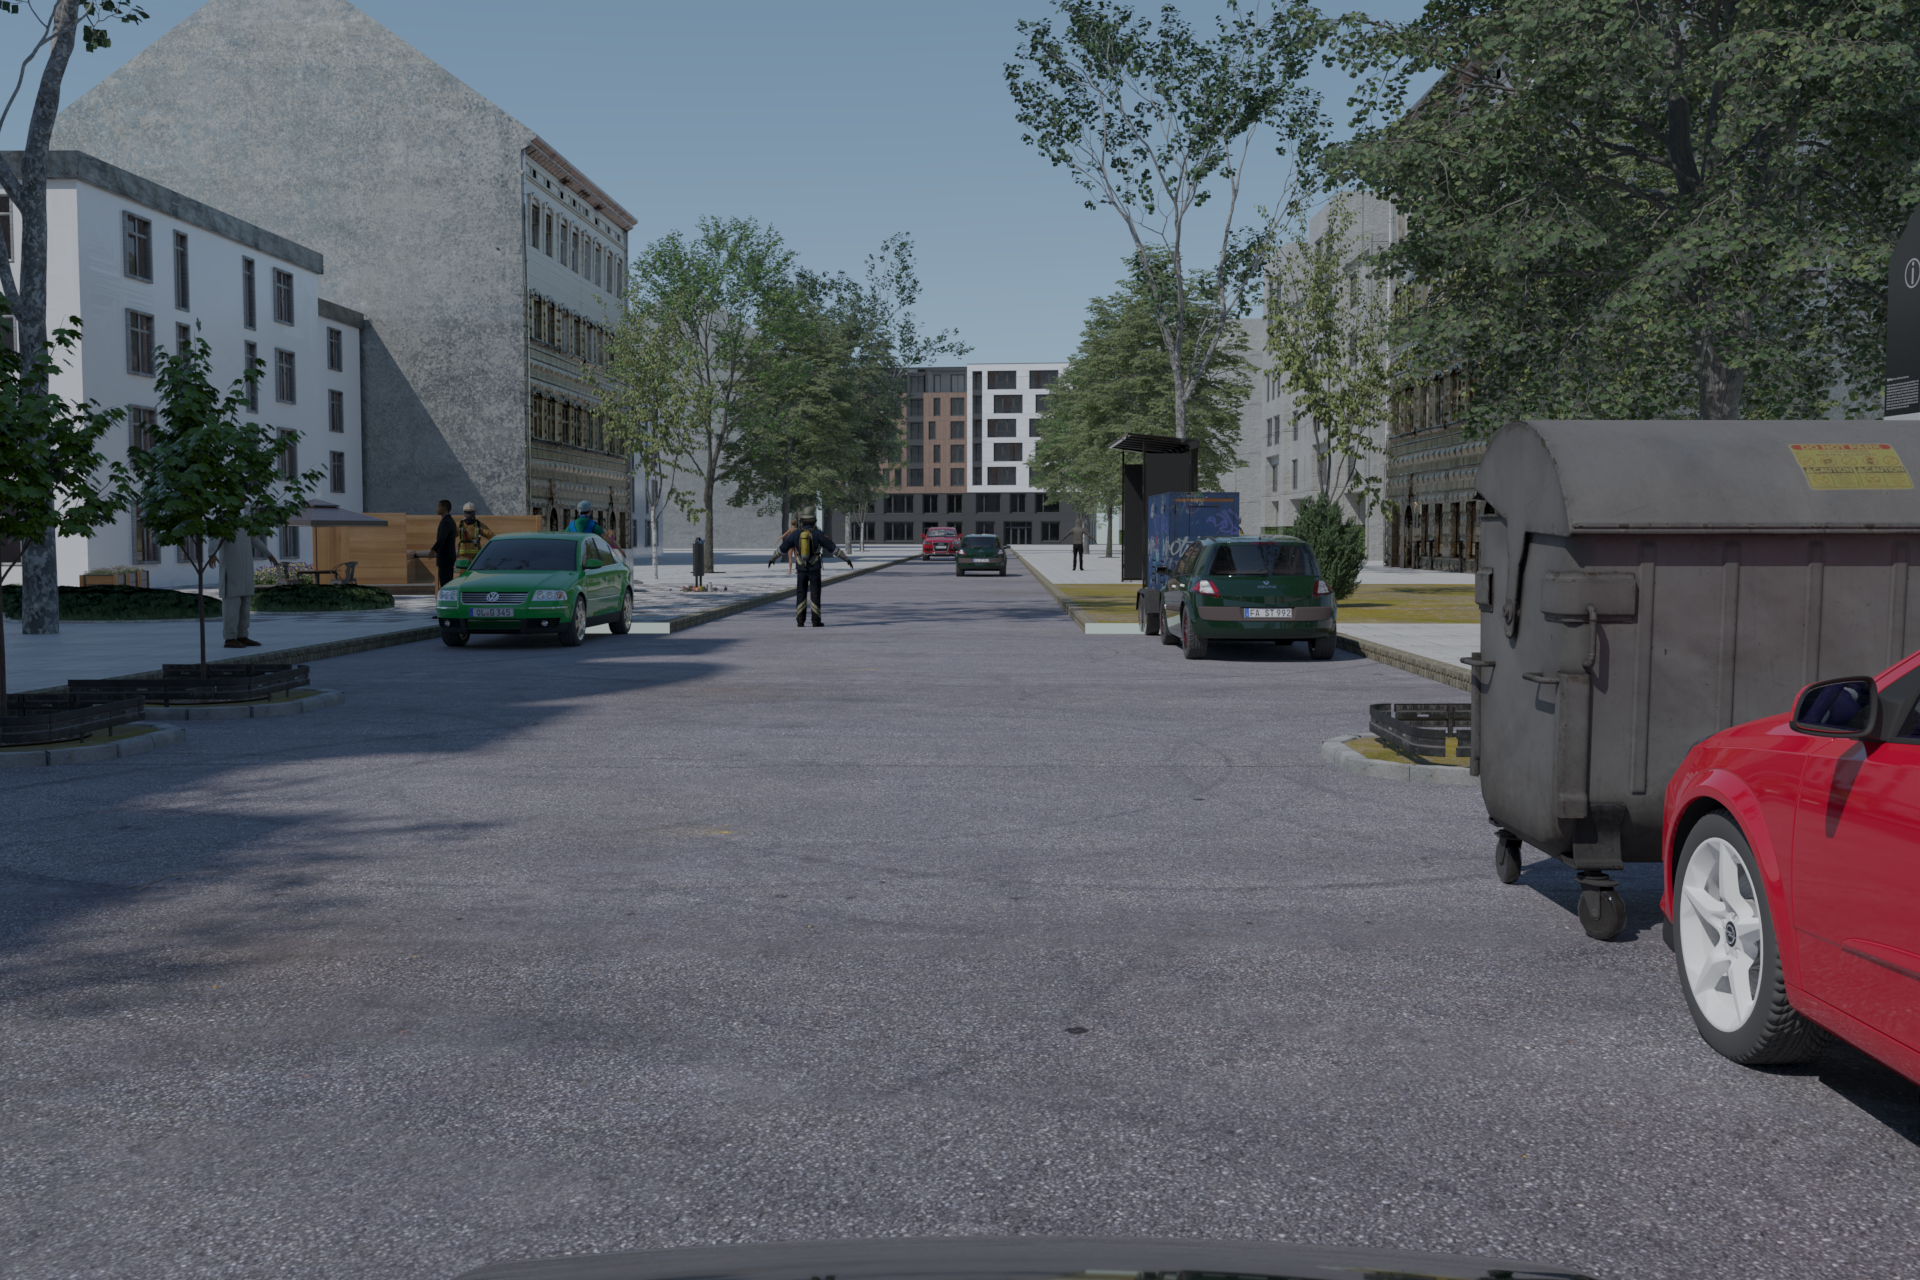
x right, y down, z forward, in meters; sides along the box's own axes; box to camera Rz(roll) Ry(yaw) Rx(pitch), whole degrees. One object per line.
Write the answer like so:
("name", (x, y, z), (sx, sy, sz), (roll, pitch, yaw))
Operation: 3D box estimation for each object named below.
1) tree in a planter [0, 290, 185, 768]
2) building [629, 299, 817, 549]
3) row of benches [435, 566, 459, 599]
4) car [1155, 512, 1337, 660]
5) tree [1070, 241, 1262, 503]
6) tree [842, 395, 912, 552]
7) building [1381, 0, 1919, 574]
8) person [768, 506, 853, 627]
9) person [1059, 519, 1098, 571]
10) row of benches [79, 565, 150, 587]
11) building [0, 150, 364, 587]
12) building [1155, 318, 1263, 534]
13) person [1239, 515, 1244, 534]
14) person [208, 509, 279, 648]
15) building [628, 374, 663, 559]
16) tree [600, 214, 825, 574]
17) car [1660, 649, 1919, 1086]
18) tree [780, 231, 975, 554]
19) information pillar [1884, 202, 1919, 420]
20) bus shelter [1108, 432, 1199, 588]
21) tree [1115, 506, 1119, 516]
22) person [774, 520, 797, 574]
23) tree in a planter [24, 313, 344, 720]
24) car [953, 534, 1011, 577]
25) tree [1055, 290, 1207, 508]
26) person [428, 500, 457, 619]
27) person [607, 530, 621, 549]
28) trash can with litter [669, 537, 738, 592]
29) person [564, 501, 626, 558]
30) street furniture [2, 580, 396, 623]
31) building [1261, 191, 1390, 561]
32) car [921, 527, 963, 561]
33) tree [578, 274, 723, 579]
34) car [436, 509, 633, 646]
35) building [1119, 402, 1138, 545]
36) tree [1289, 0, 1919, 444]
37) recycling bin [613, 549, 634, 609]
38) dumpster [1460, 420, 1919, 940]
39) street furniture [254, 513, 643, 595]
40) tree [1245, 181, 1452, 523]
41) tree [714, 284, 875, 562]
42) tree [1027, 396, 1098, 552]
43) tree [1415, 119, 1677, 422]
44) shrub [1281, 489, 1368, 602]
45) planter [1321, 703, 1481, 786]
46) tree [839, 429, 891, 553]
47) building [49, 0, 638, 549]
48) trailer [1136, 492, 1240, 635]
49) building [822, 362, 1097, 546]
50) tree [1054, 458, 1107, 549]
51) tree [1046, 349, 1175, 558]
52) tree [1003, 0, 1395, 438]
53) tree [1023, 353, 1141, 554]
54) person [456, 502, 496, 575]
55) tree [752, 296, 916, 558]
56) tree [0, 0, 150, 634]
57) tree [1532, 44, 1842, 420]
("tree in a planter", (-6.359, -0.868, 11.418), (1.991, 3.239, 1.994), (0, 4, 1))
("building", (-23.567, -20.110, 159.719), (19.493, 23.208, 18.063), (0, 4, 2))
("row of benches", (-8.500, -1.118, 33.742), (4.104, 0.672, 1.422), (1, 4, 23))
("car", (3.440, -0.696, 21.171), (2.009, 1.686, 4.222), (0, 4, 1))
("tree", (7.982, -9.165, 67.970), (7.486, 12.596, 7.792), (0, 3, 0))
("tree", (-7.063, -12.301, 126.881), (9.928, 11.665, 9.643), (0, 3, 0))
("building", (25.657, -13.881, 57.881), (19.493, 23.208, 18.063), (0, 4, 1))
("person", (-2.325, -1.130, 26.712), (1.354, 1.856, 0.705), (1, 4, 9))
("person", (4.143, -3.339, 60.724), (1.348, 1.813, 0.705), (1, 4, 8))
("row of benches", (-16.135, -1.078, 33.093), (1.422, 0.672, 4.104), (-1, 4, -17))
("building", (-23.627, -6.727, 52.140), (9.099, 9.664, 28.070), (0, 4, 1))
("building", (25.952, -17.383, 150.666), (16.747, 18.905, 31.486), (0, 4, 1))
("person", (8.016, -2.689, 49.937), (0.705, 1.833, 1.349), (3, 4, 37))
("person", (-8.175, -0.828, 19.630), (0.704, 1.819, 1.344), (0, 4, 8))
("building", (-21.451, -9.615, 99.348), (9.099, 9.664, 28.070), (0, 4, 0))
("tree", (-8.121, -7.985, 56.305), (9.928, 11.665, 9.643), (0, 3, 0))
("car", (2.942, 0.344, 3.416), (2.155, 1.783, 4.494), (0, 4, 1))
("tree", (-5.836, -15.422, 108.038), (12.611, 20.169, 13.585), (0, 3, 0))
("information pillar", (6.567, -1.263, 12.007), (0.183, 3.616, 0.504), (0, 4, 1))
("bus shelter", (4.775, -3.172, 43.150), (1.731, 3.624, 6.357), (0, 4, 1))
("tree", (21.734, -16.621, 222.117), (4.737, 8.622, 4.395), (0, 3, 0))
("person", (-5.364, -2.972, 55.395), (1.217, 1.733, 0.721), (-2, 4, -31))
("tree in a planter", (-6.255, -1.040, 14.219), (1.991, 3.239, 1.994), (0, 4, 1))
("car", (0.746, -3.042, 59.530), (2.009, 1.686, 4.222), (0, 4, 2))
("tree", (7.800, -9.993, 81.518), (7.486, 12.596, 7.792), (0, 3, 0))
("person", (-7.824, -1.226, 26.270), (0.704, 1.802, 1.346), (0, 4, -6))
("person", (-12.136, -3.136, 60.544), (0.599, 1.433, 0.991), (1, 4, 19))
("trash can with litter", (-5.733, -1.718, 39.151), (1.678, 1.210, 2.233), (0, 4, 2))
("person", (-5.971, -1.319, 27.697), (1.347, 1.817, 0.704), (1, 4, 21))
("street furniture", (-14.529, -0.734, 27.627), (10.072, 0.657, 5.734), (0, 4, -2))
("building", (28.028, -14.161, 97.982), (16.747, 18.905, 31.486), (0, 4, 1))
("car", (-0.970, -5.208, 93.828), (2.281, 1.827, 5.304), (0, 4, 1))
("tree", (-8.651, -6.027, 48.896), (4.737, 8.622, 4.395), (0, 3, 0))
("car", (-5.675, -0.899, 23.495), (1.959, 1.807, 4.718), (0, 4, 1))
("building", (26.876, -19.686, 188.317), (16.747, 18.905, 31.486), (0, 4, 1))
("tree", (9.038, -6.974, 20.678), (9.857, 13.997, 8.962), (0, 3, 0))
("recycling bin", (-5.973, -1.032, 29.434), (0.722, 1.027, 0.722), (0, 4, 2))
("dumpster", (2.962, 0.100, 6.573), (1.865, 1.857, 1.264), (0, 4, 0))
("street furniture", (-13.244, -2.050, 40.380), (11.010, 1.723, 9.812), (-1, 4, -14))
("tree", (7.851, -5.249, 36.176), (4.737, 8.622, 4.395), (0, 3, 0))
("tree", (-7.607, -9.848, 79.143), (7.486, 12.596, 7.792), (0, 3, 0))
("tree", (8.637, -12.137, 124.202), (9.928, 11.665, 9.643), (0, 3, 0))
("tree", (9.954, -4.867, 29.934), (4.737, 8.622, 4.395), (0, 3, 0))
("shrub", (6.312, -1.621, 30.546), (1.661, 2.075, 1.752), (0, 3, 0))
("planter", (3.327, 0.631, 10.826), (1.991, 0.319, 1.994), (0, 4, 1))
("tree", (-6.679, -10.236, 117.716), (4.360, 8.622, 3.978), (0, 3, 0))
("building", (-25.496, -14.925, 74.945), (19.493, 23.208, 18.063), (0, 4, 2))
("trailer", (3.321, -1.128, 25.491), (1.471, 1.999, 3.904), (0, 4, 0))
("building", (0.616, -22.869, 220.332), (32.646, 21.610, 27.936), (0, 4, 8))
("tree", (8.552, -10.288, 118.568), (4.360, 8.622, 3.978), (0, 3, 0))
("tree", (8.169, -10.246, 93.279), (9.928, 11.665, 9.643), (0, 3, 0))
("tree", (8.203, -12.085, 53.483), (12.611, 20.169, 13.585), (0, 3, 0))
("tree", (7.756, -11.690, 109.260), (7.486, 12.596, 7.792), (0, 3, 0))
("person", (-8.809, -1.553, 31.158), (1.354, 1.858, 0.705), (-1, 4, -12))
("tree", (-7.285, -11.456, 93.960), (9.857, 13.997, 8.962), (0, 3, 0))
("tree", (-13.160, -10.188, 22.456), (12.611, 20.169, 13.585), (0, 3, 0))
("tree", (16.425, -7.513, 40.966), (7.486, 12.596, 7.792), (0, 3, 0))
